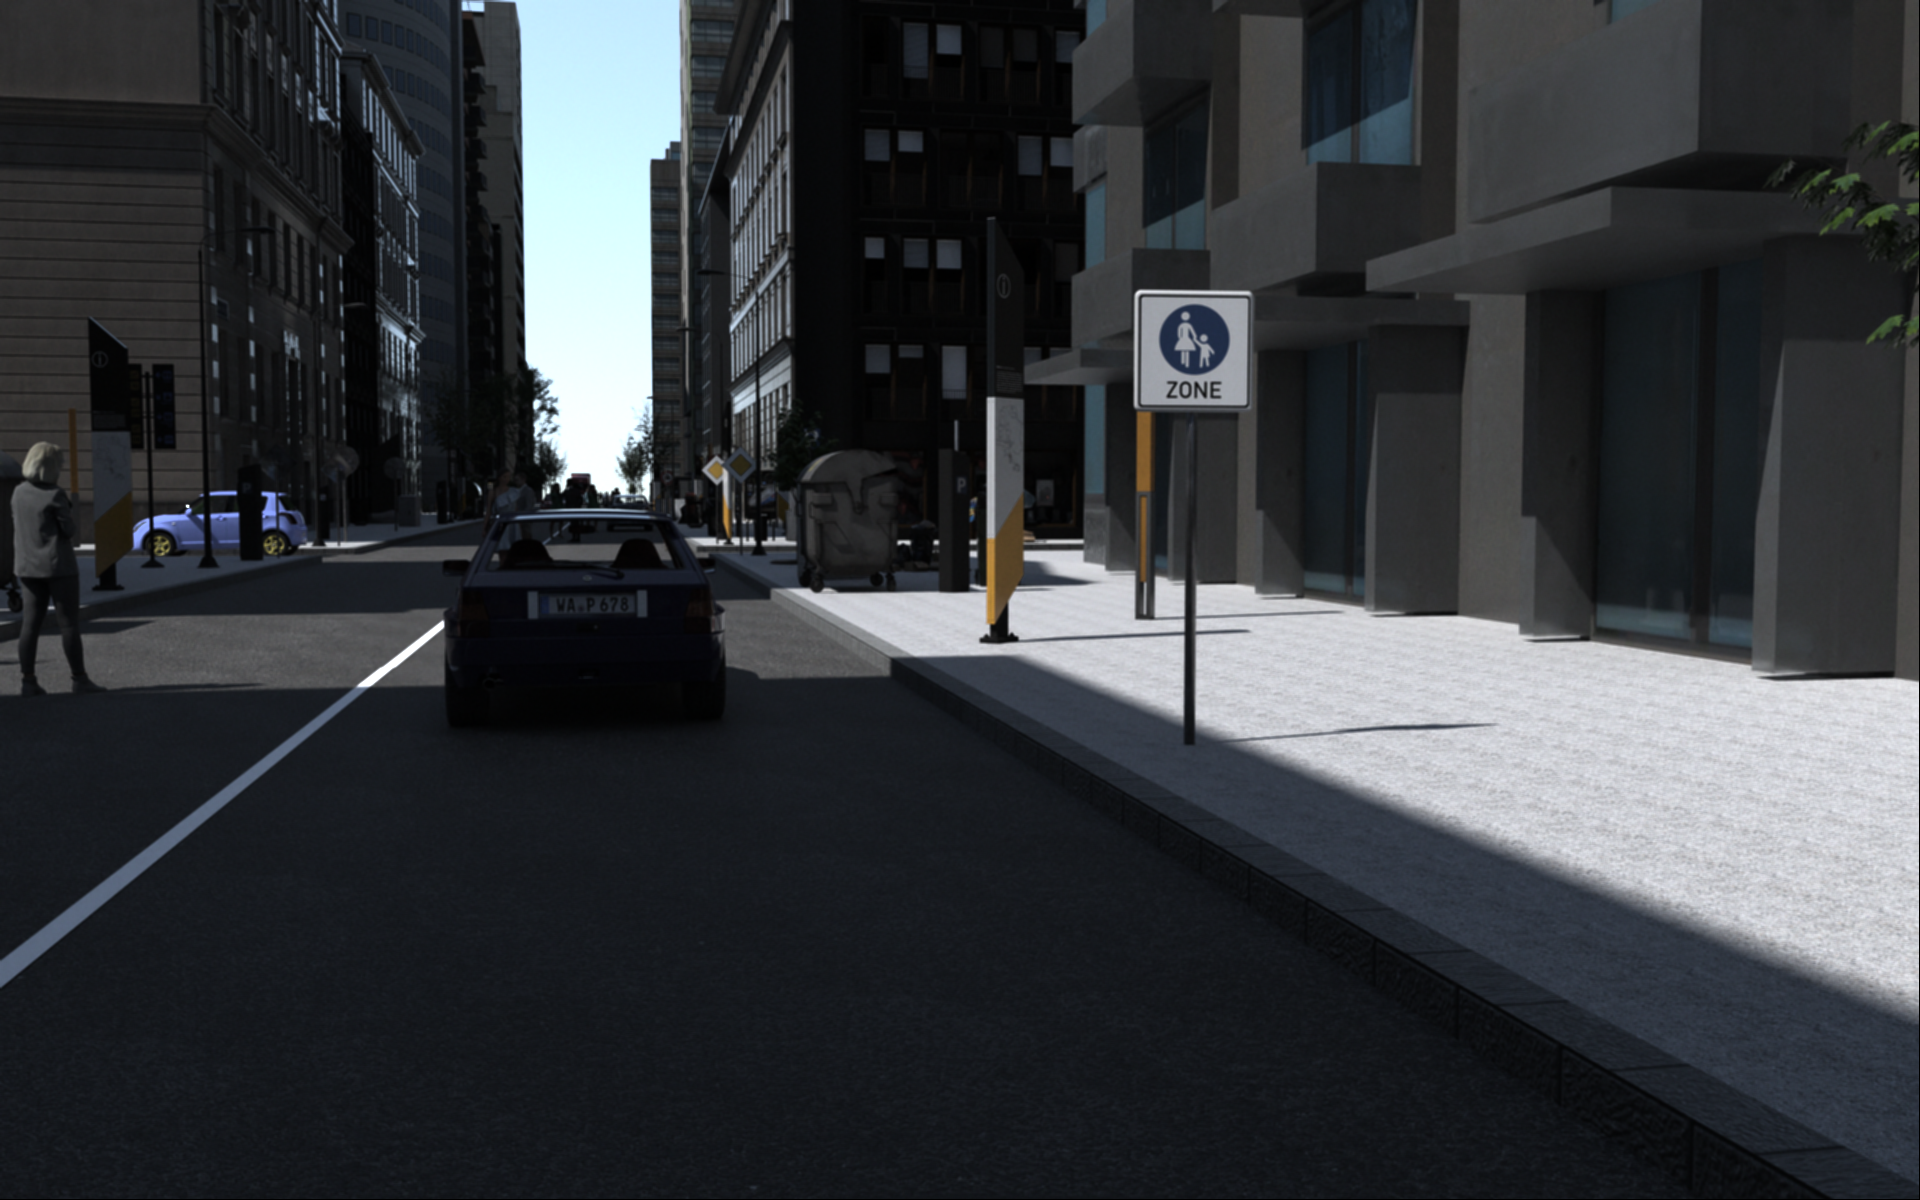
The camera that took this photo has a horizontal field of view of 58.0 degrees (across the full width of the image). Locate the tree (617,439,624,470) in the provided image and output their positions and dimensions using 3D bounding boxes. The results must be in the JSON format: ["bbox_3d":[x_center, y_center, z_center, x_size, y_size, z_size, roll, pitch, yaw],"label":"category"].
[{"bbox_3d":[-40.540,-16.182,214.940,4.360,8.622,3.978,0,3,0],"label":"tree"}]

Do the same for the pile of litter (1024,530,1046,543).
[{"bbox_3d":[1.493,-1.945,45.764,1.719,0.858,1.176,0,4,-3],"label":"pile of litter"}]

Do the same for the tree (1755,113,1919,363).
[{"bbox_3d":[3.136,-0.585,4.166,1.663,3.219,1.824,0,3,0],"label":"tree"}]

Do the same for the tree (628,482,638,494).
[{"bbox_3d":[-47.097,-15.530,248.523,1.663,3.219,1.824,0,3,0],"label":"tree"}]

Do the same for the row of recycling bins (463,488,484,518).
[{"bbox_3d":[-26.063,-5.242,92.822,1.069,1.692,3.534,-1,4,-21],"label":"row of recycling bins"}]

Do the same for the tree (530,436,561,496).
[{"bbox_3d":[-51.960,-16.312,217.067,4.360,8.622,3.978,0,3,0],"label":"tree"}]

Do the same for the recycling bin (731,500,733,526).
[{"bbox_3d":[-9.483,-3.428,68.605,0.722,1.027,0.722,3,5,43],"label":"recycling bin"}]

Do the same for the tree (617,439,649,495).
[{"bbox_3d":[-43.516,-17.334,233.778,4.737,8.622,4.395,0,3,0],"label":"tree"}]

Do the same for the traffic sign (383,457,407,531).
[{"bbox_3d":[-19.508,-3.653,59.835,0.768,2.556,0.104,-1,4,-11],"label":"traffic sign"}]

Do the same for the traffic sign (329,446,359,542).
[{"bbox_3d":[-16.354,-2.808,46.015,0.768,2.556,0.104,0,4,-4],"label":"traffic sign"}]

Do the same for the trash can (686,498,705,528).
[{"bbox_3d":[-10.063,-3.318,65.905,0.748,1.137,0.748,0,3,0],"label":"trash can"}]

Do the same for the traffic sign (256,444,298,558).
[{"bbox_3d":[-13.614,-1.890,34.544,0.795,2.450,0.064,-1,4,-12],"label":"traffic sign"}]

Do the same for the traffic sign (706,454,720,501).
[{"bbox_3d":[-7.670,-3.356,54.973,0.768,2.556,0.104,0,4,-5],"label":"traffic sign"}]

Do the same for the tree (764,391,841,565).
[{"bbox_3d":[-3.061,-2.275,31.795,1.663,3.219,1.824,0,3,0],"label":"tree"}]

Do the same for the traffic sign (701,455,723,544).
[{"bbox_3d":[-6.199,-2.479,44.182,0.795,2.450,0.064,-1,4,-12],"label":"traffic sign"}]

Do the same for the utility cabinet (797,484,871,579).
[{"bbox_3d":[-1.862,-1.064,26.072,1.173,1.500,0.318,-2,4,-35],"label":"utility cabinet"}]

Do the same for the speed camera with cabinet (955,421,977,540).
[{"bbox_3d":[0.495,-3.226,47.087,2.038,3.252,0.660,-1,4,-20],"label":"speed camera with cabinet"}]

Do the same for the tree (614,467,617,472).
[{"bbox_3d":[-48.697,-18.647,255.232,4.737,8.622,4.395,0,3,0],"label":"tree"}]

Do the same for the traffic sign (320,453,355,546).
[{"bbox_3d":[-15.212,-2.369,42.368,0.795,2.450,0.064,-1,4,-12],"label":"traffic sign"}]

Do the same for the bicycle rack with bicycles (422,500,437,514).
[{"bbox_3d":[-34.713,-6.075,112.716,2.852,0.926,2.925,-2,4,-34],"label":"bicycle rack with bicycles"}]

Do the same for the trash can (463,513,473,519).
[{"bbox_3d":[-25.266,-4.718,88.785,0.748,1.137,0.748,0,3,0],"label":"trash can"}]

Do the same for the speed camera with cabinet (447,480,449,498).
[{"bbox_3d":[-31.846,-7.096,110.352,2.038,3.252,0.660,-3,5,-44],"label":"speed camera with cabinet"}]

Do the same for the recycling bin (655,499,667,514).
[{"bbox_3d":[-16.643,-5.164,96.978,0.722,1.027,0.722,0,4,7],"label":"recycling bin"}]

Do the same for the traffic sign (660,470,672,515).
[{"bbox_3d":[-15.782,-5.709,93.441,0.768,2.556,0.104,0,4,-7],"label":"traffic sign"}]

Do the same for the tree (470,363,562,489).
[{"bbox_3d":[-35.104,-12.916,136.935,9.928,11.665,9.643,0,3,0],"label":"tree"}]

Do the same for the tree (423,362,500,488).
[{"bbox_3d":[-27.709,-8.877,95.507,4.737,8.622,4.395,0,3,0],"label":"tree"}]

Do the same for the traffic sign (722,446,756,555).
[{"bbox_3d":[-4.601,-2.001,36.358,0.795,2.450,0.064,-1,4,-12],"label":"traffic sign"}]

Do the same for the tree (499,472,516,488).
[{"bbox_3d":[-34.513,-8.367,131.409,1.663,3.219,1.824,0,3,0],"label":"tree"}]

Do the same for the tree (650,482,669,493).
[{"bbox_3d":[-24.589,-8.944,140.833,1.663,3.219,1.824,0,3,0],"label":"tree"}]

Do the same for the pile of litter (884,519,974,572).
[{"bbox_3d":[-0.586,-0.916,28.948,1.719,0.858,1.176,1,4,12],"label":"pile of litter"}]

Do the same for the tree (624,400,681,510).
[{"bbox_3d":[-23.776,-11.268,134.600,4.360,8.622,3.978,0,3,0],"label":"tree"}]

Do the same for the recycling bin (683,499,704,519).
[{"bbox_3d":[-13.814,-4.752,90.244,0.722,1.027,0.722,1,4,14],"label":"recycling bin"}]

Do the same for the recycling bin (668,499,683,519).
[{"bbox_3d":[-15.070,-4.913,92.888,0.722,1.027,0.722,0,4,8],"label":"recycling bin"}]

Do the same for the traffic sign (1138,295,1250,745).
[{"bbox_3d":[1.175,-0.409,8.809,0.606,2.300,0.079,0,4,-6],"label":"traffic sign"}]

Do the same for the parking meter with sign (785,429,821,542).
[{"bbox_3d":[-4.305,-3.087,46.738,0.543,3.016,1.738,-2,4,-24],"label":"parking meter with sign"}]

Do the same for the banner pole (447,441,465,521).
[{"bbox_3d":[-23.961,-5.644,82.296,0.863,3.779,0.401,-3,5,-39],"label":"banner pole"}]

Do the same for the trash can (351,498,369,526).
[{"bbox_3d":[-24.382,-3.594,70.419,0.748,1.137,0.748,0,3,0],"label":"trash can"}]

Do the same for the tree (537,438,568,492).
[{"bbox_3d":[-53.399,-16.904,226.749,4.737,8.622,4.395,0,3,0],"label":"tree"}]

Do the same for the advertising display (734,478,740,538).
[{"bbox_3d":[-6.566,-2.820,51.326,0.123,1.923,0.974,-1,4,-14],"label":"advertising display"}]

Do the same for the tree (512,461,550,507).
[{"bbox_3d":[-43.694,-11.865,177.712,4.285,4.588,4.351,0,3,0],"label":"tree"}]

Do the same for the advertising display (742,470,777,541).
[{"bbox_3d":[-5.435,-2.569,47.210,0.974,1.923,0.123,-3,5,-40],"label":"advertising display"}]

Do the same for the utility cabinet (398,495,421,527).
[{"bbox_3d":[-21.830,-3.514,68.620,1.020,1.237,0.306,2,4,33],"label":"utility cabinet"}]
